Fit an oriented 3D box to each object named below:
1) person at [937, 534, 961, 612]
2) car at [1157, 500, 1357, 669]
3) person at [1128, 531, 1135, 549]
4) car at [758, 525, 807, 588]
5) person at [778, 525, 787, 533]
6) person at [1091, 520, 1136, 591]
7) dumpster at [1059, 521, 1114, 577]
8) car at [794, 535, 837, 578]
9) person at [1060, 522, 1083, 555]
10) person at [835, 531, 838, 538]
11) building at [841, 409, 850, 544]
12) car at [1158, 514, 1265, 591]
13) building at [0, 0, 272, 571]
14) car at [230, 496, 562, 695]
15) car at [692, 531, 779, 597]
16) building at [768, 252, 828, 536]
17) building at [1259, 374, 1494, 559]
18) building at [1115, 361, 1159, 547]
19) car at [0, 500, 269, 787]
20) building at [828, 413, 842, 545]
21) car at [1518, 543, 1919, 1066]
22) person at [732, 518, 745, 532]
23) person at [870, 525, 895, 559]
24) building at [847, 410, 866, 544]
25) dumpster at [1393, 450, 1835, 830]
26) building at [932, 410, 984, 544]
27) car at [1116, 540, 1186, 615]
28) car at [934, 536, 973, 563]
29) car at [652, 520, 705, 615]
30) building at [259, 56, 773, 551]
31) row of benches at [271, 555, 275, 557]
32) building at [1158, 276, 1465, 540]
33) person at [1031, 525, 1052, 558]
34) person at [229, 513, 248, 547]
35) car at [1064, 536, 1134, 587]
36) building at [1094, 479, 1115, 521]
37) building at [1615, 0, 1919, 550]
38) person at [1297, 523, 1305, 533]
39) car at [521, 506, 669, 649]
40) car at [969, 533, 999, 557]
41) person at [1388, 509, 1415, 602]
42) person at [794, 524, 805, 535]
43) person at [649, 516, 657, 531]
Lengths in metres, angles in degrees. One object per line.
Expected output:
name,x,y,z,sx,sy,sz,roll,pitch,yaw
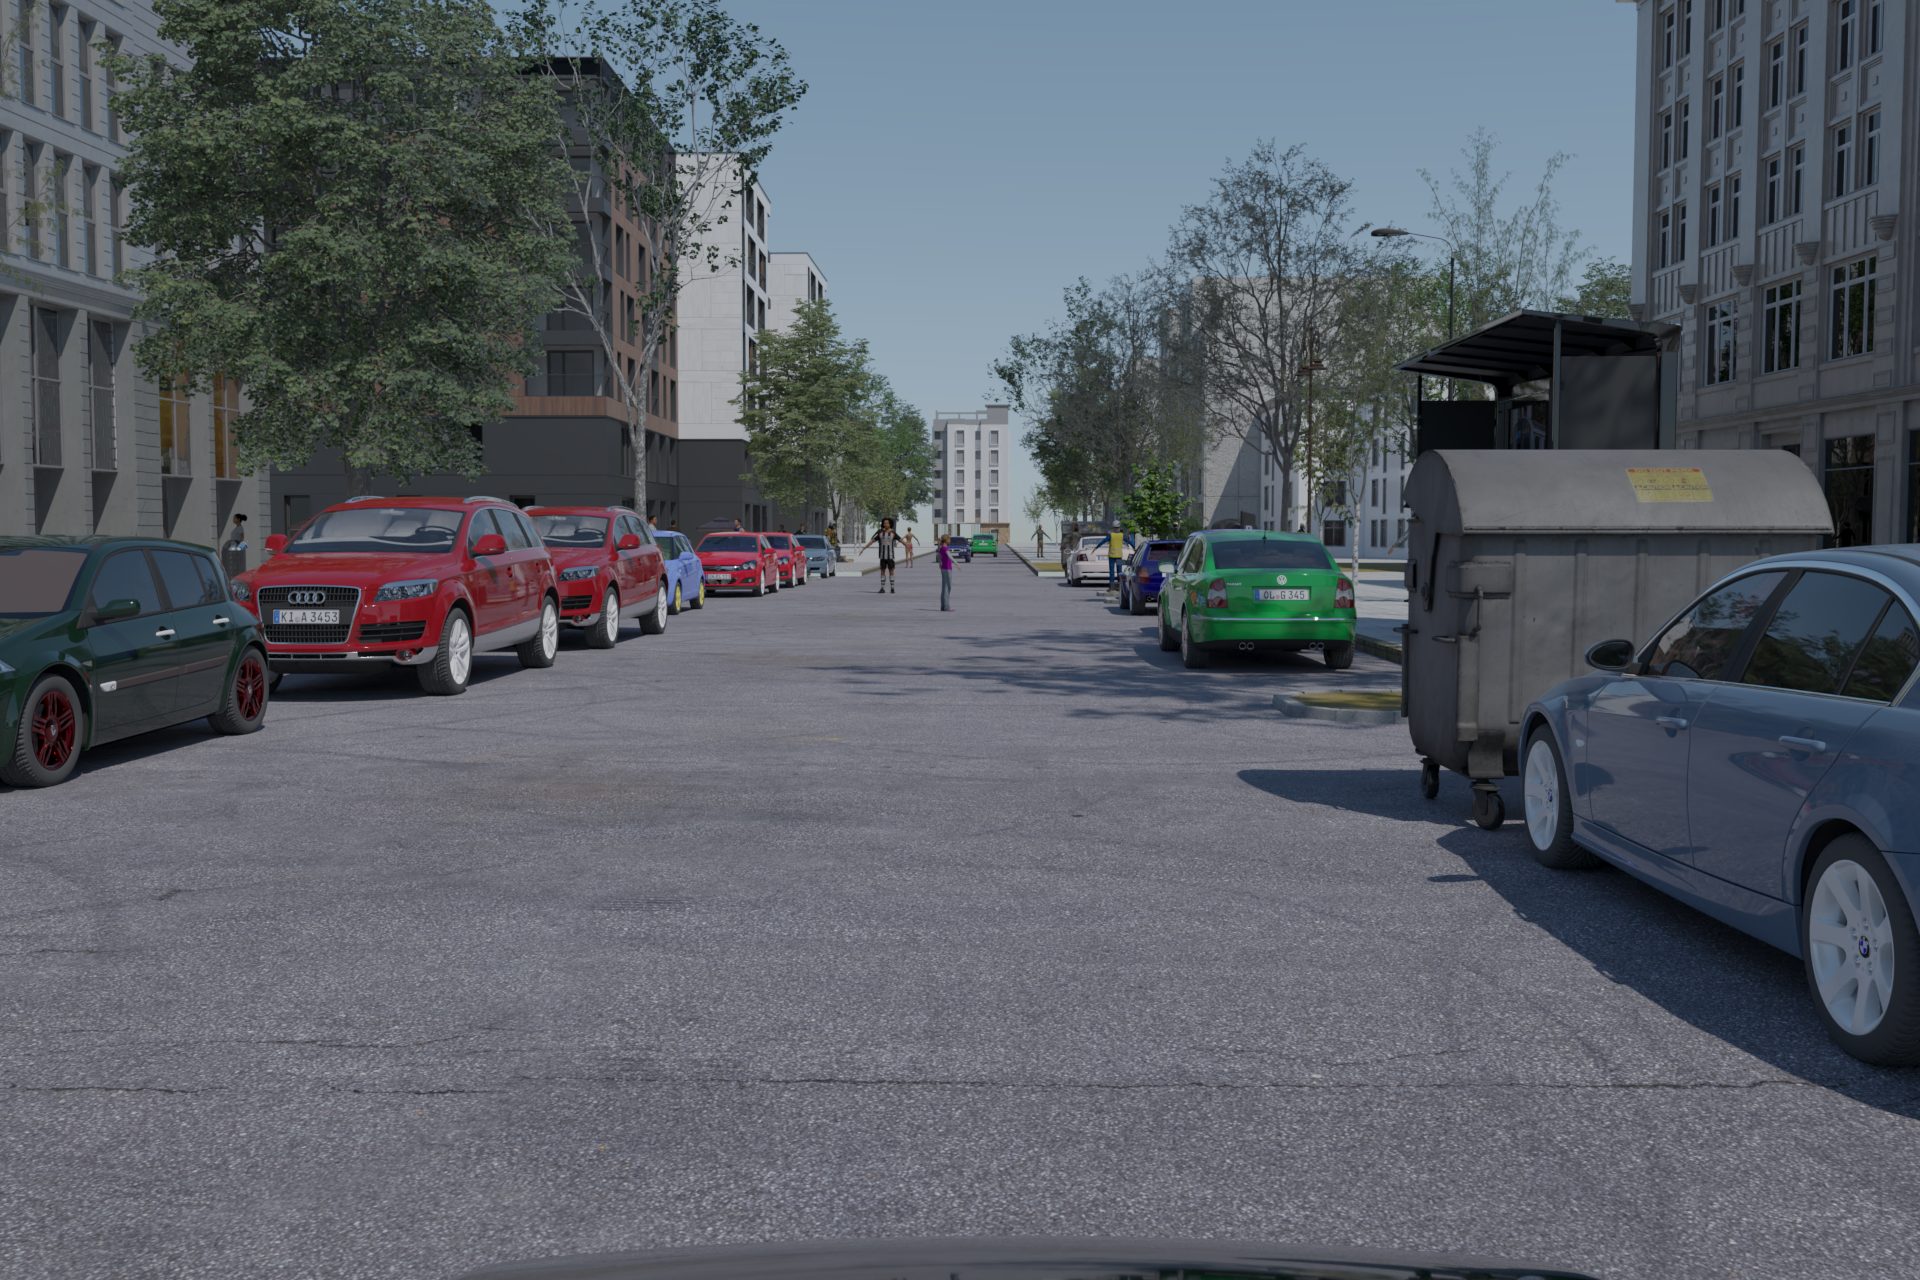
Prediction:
person,-0.201,-1.244,32.071,0.599,1.433,0.991,-1,4,-22
car,3.299,-0.673,19.794,1.959,1.807,4.718,0,4,1
person,8.592,-4.951,87.067,0.704,1.817,1.347,1,4,12
car,-5.253,-2.339,47.282,2.155,1.783,4.494,0,4,1
person,-8.975,-4.908,86.963,1.216,1.740,0.721,1,4,16
person,3.876,-2.107,43.374,1.216,1.772,0.721,-1,4,-13
dumpster,4.236,-3.000,57.264,1.865,1.857,1.264,0,4,1
car,-5.097,-2.778,57.427,2.014,1.417,4.499,0,4,1
person,3.670,-2.848,55.144,1.348,1.813,0.705,-3,4,-36
person,-6.830,-5.252,91.840,0.705,1.833,1.349,2,4,30
building,-23.684,-23.223,210.628,19.493,23.208,18.063,0,4,0
car,3.824,-0.916,24.566,1.945,1.707,3.694,0,4,0
building,-29.136,-16.260,43.345,11.434,29.767,29.804,0,4,2
car,-5.423,-0.514,17.083,2.281,1.827,5.304,0,4,1
car,-5.348,-1.942,40.791,2.155,1.783,4.494,0,4,1
building,-25.040,-17.129,124.027,27.936,21.610,32.646,0,4,1
building,23.637,-9.543,98.174,9.099,9.664,28.070,0,4,1
building,25.673,-19.289,181.839,16.747,18.905,31.486,0,4,1
car,-5.951,-0.077,11.044,2.009,1.686,4.222,0,4,1
building,-22.069,-19.338,182.638,16.747,18.905,31.486,0,4,1
car,3.318,0.371,5.933,2.014,1.417,4.499,0,4,2
person,-7.548,-3.212,58.692,1.345,1.807,0.704,3,5,44
person,-4.064,-5.144,90.326,1.346,1.802,0.704,1,4,15
building,-22.636,-24.453,230.735,19.493,23.208,18.063,0,4,2
dumpster,3.254,-0.038,8.838,1.865,1.857,1.264,0,4,0
building,-3.777,-24.358,257.126,11.380,20.090,16.016,1,4,11
car,3.883,-1.179,31.849,1.945,1.354,3.894,0,4,1
car,-0.322,-4.592,87.663,1.945,1.354,3.894,0,4,1
car,-5.781,-1.356,31.769,1.945,1.707,3.694,0,4,1
building,-25.672,-15.101,90.877,27.936,21.610,32.646,0,4,0
row of benches,-27.216,-3.008,64.650,4.104,0.672,1.422,0,4,-8
building,24.524,-15.976,127.668,16.747,18.905,31.486,0,4,1
person,4.383,-5.377,94.188,1.348,1.796,0.705,-2,4,-31
person,-16.042,-1.928,38.290,0.721,1.739,1.217,-2,4,-33
car,3.966,-2.196,48.261,2.083,1.381,4.827,0,4,1
building,26.277,-23.275,211.476,19.493,23.208,18.063,0,4,1
building,28.279,-14.552,49.954,10.469,25.551,25.511,0,4,1
person,17.925,-5.193,90.688,0.705,1.856,1.354,3,5,39
car,-5.293,-0.894,23.297,2.281,1.827,5.304,0,4,2
car,1.453,-6.076,108.139,1.959,1.807,4.718,0,4,1
person,8.587,-1.632,32.518,1.345,1.849,0.704,-2,4,-33
person,-8.456,-5.314,92.812,1.347,1.837,0.705,-1,4,-9
person,-8.750,-2.651,49.505,0.704,1.810,1.344,1,4,9
